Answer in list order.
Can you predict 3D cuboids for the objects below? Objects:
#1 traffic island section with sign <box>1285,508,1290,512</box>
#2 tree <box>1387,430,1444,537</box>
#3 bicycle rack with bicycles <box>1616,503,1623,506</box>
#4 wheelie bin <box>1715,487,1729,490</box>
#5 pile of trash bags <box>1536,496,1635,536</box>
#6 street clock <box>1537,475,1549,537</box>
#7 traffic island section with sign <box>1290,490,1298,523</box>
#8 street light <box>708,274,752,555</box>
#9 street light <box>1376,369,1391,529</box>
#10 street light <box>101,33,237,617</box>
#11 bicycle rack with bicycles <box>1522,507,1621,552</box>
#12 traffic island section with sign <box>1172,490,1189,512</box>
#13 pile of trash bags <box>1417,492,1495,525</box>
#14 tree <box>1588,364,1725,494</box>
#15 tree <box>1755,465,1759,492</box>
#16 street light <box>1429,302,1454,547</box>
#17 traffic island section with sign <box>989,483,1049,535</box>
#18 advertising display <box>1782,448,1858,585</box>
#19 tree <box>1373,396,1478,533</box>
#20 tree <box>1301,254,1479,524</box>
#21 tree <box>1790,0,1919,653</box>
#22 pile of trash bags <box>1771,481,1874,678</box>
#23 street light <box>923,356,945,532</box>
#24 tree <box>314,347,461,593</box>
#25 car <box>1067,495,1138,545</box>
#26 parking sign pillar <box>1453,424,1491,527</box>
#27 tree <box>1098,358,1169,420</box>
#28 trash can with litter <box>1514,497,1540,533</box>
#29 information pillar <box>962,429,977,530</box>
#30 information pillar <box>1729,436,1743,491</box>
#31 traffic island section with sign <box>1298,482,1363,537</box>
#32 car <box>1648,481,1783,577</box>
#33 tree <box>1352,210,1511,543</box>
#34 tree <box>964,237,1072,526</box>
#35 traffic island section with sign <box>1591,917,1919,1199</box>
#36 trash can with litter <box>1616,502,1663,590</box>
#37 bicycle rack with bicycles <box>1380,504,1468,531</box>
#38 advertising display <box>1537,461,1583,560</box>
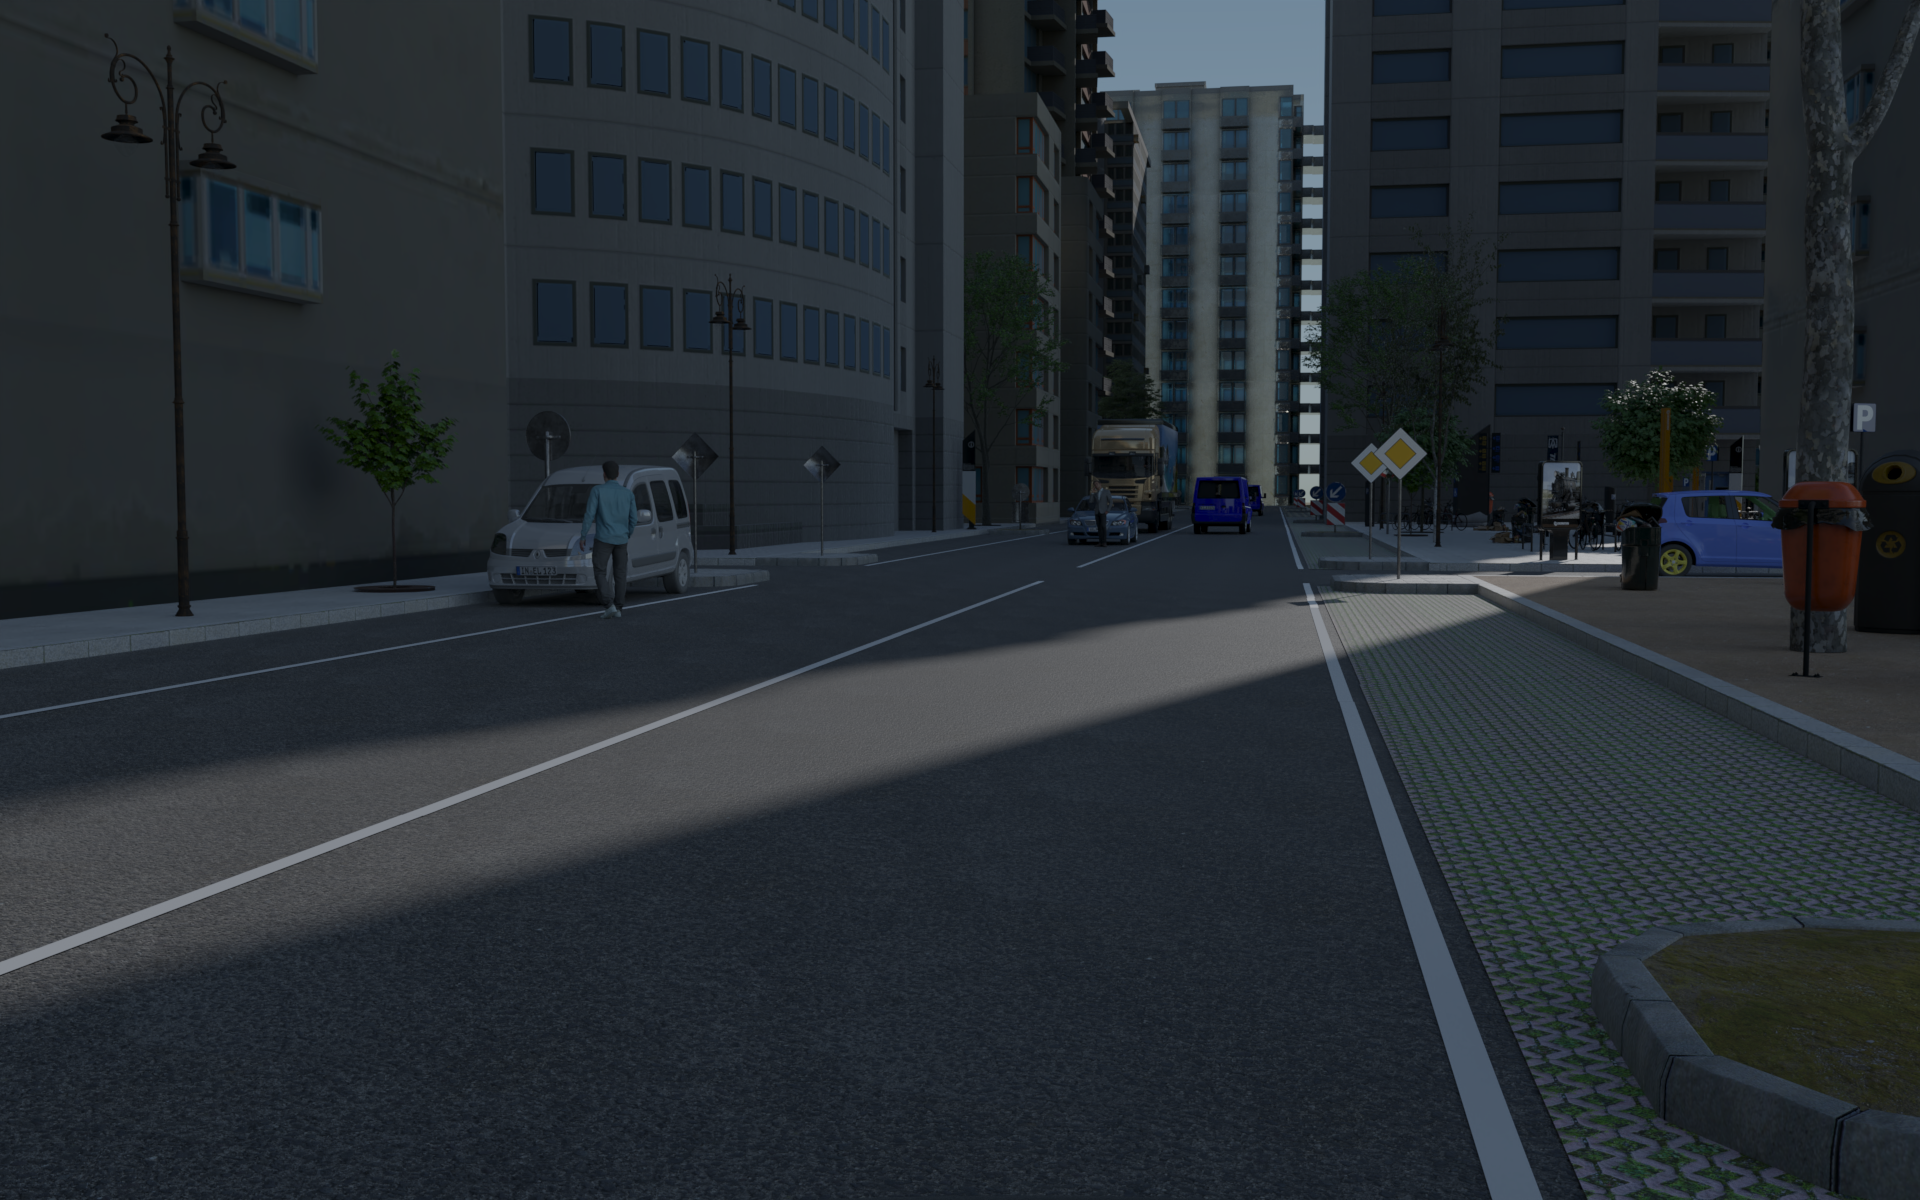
[{"bbox_3d":[26.376,-7.695,134.440,1.989,1.847,2.006,1,4,10],"label":"traffic island section with sign"},{"bbox_3d":[13.862,-3.548,52.618,1.663,3.219,1.824,0,3,0],"label":"tree"},{"bbox_3d":[28.000,-3.552,71.459,2.852,0.926,2.925,3,4,36],"label":"bicycle rack with bicycles"},{"bbox_3d":[32.151,-3.977,72.925,0.980,1.594,0.693,0,4,-2],"label":"wheelie bin"},{"bbox_3d":[19.931,-2.758,54.841,3.447,1.369,1.912,3,5,42],"label":"pile of trash bags"},{"bbox_3d":[17.523,-2.890,51.823,0.471,2.002,0.358,0,3,0],"label":"street clock"},{"bbox_3d":[17.351,-4.666,84.912,1.989,1.847,2.006,1,4,10],"label":"traffic island section with sign"},{"bbox_3d":[-4.818,-3.895,36.474,0.468,5.910,1.993,1,4,10],"label":"street light"},{"bbox_3d":[15.642,-5.581,64.040,0.468,5.910,1.993,1,4,10],"label":"street light"},{"bbox_3d":[-8.148,-2.766,18.018,0.468,5.910,1.993,1,4,10],"label":"street light"},{"bbox_3d":[13.918,-1.585,39.291,2.852,0.926,2.925,1,4,13],"label":"bicycle rack with bicycles"},{"bbox_3d":[20.538,-9.429,162.784,1.989,1.847,2.006,1,4,10],"label":"traffic island section with sign"},{"bbox_3d":[20.984,-3.878,73.153,1.912,1.369,3.447,-3,5,-42],"label":"pile of trash bags"},{"bbox_3d":[17.636,-3.688,44.006,4.285,4.588,4.351,0,3,0],"label":"tree"},{"bbox_3d":[44.740,-6.236,96.563,1.663,3.219,1.824,0,3,0],"label":"tree"},{"bbox_3d":[11.613,-4.227,41.906,0.468,5.910,1.993,1,4,10],"label":"street light"},{"bbox_3d":[2.151,-3.252,61.804,1.989,1.847,2.006,1,4,10],"label":"traffic island section with sign"},{"bbox_3d":[12.084,-1.172,24.370,0.974,1.923,0.123,0,4,4],"label":"advertising display"},{"bbox_3d":[15.356,-4.502,57.323,4.285,4.588,4.351,0,3,0],"label":"tree"},{"bbox_3d":[18.393,-9.092,74.403,9.928,11.665,9.643,0,3,0],"label":"tree"},{"bbox_3d":[6.036,-9.575,12.439,12.611,20.169,13.585,0,3,0],"label":"tree"},{"bbox_3d":[7.155,-0.100,11.384,3.447,1.369,1.912,3,5,42],"label":"pile of trash bags"},{"bbox_3d":[-0.869,-5.205,57.893,0.468,5.910,1.993,1,4,10],"label":"street light"},{"bbox_3d":[-7.366,-1.729,22.875,1.663,3.219,1.824,0,3,0],"label":"tree"},{"bbox_3d":[4.179,-2.341,50.283,2.014,1.417,4.499,1,4,10],"label":"car"},{"bbox_3d":[19.804,-4.806,67.050,1.447,3.967,1.447,0,4,-8],"label":"parking sign pillar"},{"bbox_3d":[13.899,-13.892,145.257,7.486,12.596,7.792,0,3,0],"label":"tree"},{"bbox_3d":[18.799,-2.791,57.023,1.055,1.170,0.624,-2,4,-28],"label":"trash can with litter"},{"bbox_3d":[0.341,-4.358,62.615,0.504,3.616,0.183,1,4,11],"label":"information pillar"},{"bbox_3d":[31.128,-4.777,69.462,0.504,3.616,0.183,2,4,35],"label":"information pillar"},{"bbox_3d":[12.493,-3.033,58.217,1.989,1.847,2.006,1,4,10],"label":"traffic island section with sign"},{"bbox_3d":[13.400,-1.224,29.601,3.694,1.707,1.945,1,4,11],"label":"car"},{"bbox_3d":[12.552,-5.829,45.671,4.360,8.622,3.978,0,3,0],"label":"tree"},{"bbox_3d":[0.966,-8.802,69.665,9.928,11.665,9.643,0,3,0],"label":"tree"},{"bbox_3d":[2.654,0.273,4.159,1.989,1.847,2.006,1,4,10],"label":"traffic island section with sign"},{"bbox_3d":[9.085,-0.731,23.347,0.624,1.170,1.055,1,4,12],"label":"trash can with litter"},{"bbox_3d":[16.165,-2.933,61.335,2.852,0.926,2.925,-1,4,-19],"label":"bicycle rack with bicycles"},{"bbox_3d":[11.634,-1.737,33.611,0.974,1.923,0.123,-1,4,-21],"label":"advertising display"}]
